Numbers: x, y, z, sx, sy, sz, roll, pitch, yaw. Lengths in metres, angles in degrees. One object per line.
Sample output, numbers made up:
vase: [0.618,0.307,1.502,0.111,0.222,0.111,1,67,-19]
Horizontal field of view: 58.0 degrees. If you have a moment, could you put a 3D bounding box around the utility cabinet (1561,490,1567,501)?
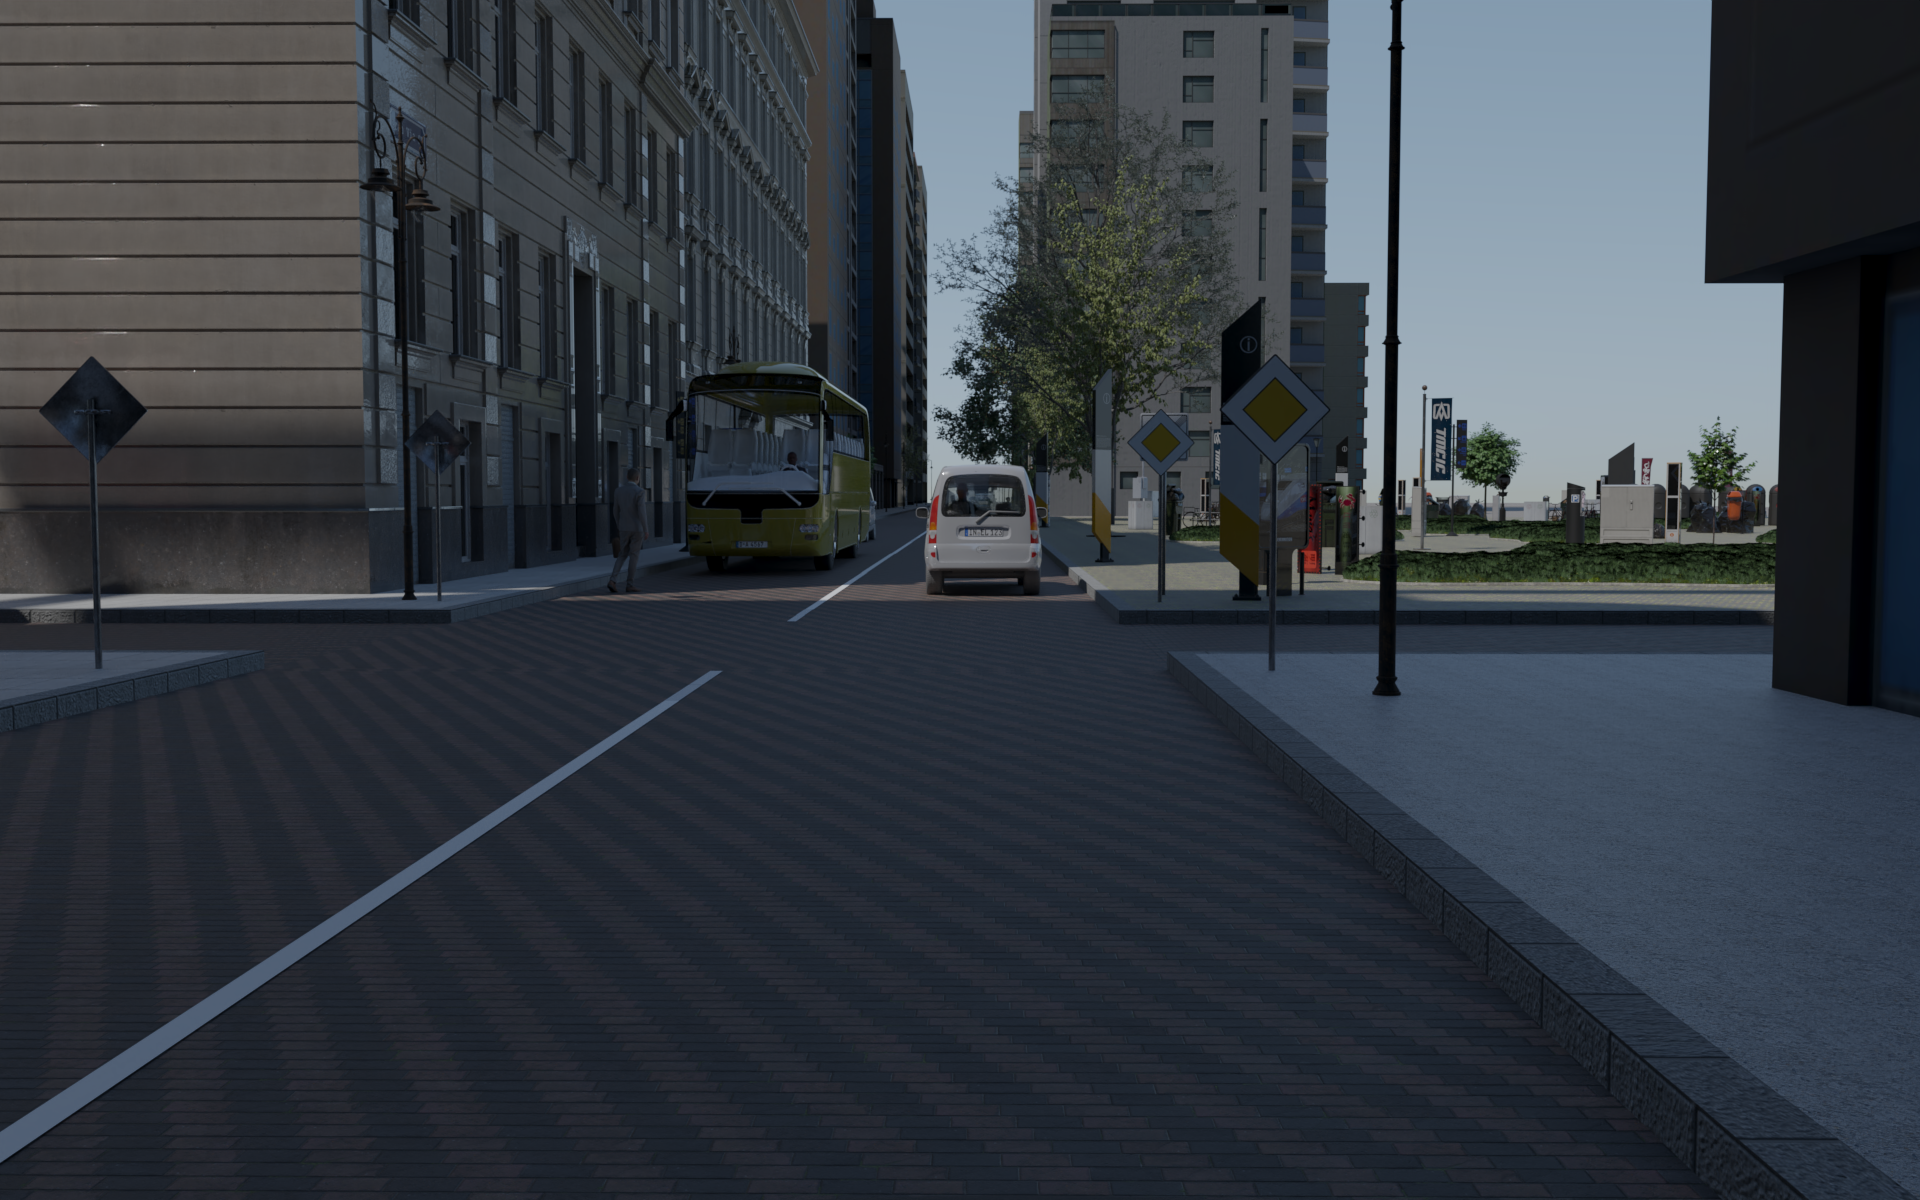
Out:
utility cabinet: [33.521,-5.273,94.894,0.318,1.500,1.173,-2,4,-29]

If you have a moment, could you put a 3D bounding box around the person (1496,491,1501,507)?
person: [54.118,-10.081,174.037,1.217,1.735,0.721,3,5,40]

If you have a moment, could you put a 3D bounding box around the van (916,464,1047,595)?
van: [0.330,-1.163,26.023,2.013,2.044,4.112,0,3,0]

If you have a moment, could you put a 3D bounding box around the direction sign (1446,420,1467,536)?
direction sign: [14.984,-3.709,52.640,0.876,3.537,0.379,-1,4,-12]

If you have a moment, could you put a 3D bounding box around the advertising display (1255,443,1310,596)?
advertising display: [4.019,-1.011,21.752,0.974,1.923,0.123,-3,4,-37]

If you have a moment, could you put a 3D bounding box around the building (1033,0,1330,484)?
building: [15.867,-35.746,126.452,21.231,58.520,28.212,0,4,1]

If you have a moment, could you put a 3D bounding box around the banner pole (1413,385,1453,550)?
banner pole: [10.871,-3.042,39.750,0.863,3.779,0.401,2,4,26]

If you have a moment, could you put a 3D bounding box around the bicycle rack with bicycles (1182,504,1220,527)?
bicycle rack with bicycles: [9.647,-3.116,64.326,2.925,0.926,2.852,2,4,25]

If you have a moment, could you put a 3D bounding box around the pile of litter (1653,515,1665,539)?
pile of litter: [19.992,-2.220,50.256,1.176,0.858,1.719,-2,4,-31]

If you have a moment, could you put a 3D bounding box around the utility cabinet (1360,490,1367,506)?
utility cabinet: [21.854,-5.215,93.942,0.318,1.500,1.173,0,4,7]

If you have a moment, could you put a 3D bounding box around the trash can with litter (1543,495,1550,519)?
trash can with litter: [30.036,-4.731,88.416,1.678,1.210,2.233,-1,4,-13]

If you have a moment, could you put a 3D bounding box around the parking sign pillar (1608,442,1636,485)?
parking sign pillar: [34.638,-6.251,90.684,1.447,3.967,1.447,3,4,37]

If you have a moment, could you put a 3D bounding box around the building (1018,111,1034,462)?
building: [13.279,-30.847,187.947,14.154,41.232,14.086,0,4,1]

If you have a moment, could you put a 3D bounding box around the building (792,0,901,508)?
building: [-12.726,-31.276,161.469,14.600,45.320,14.200,0,4,1]

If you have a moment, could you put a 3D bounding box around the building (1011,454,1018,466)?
building: [20.264,-22.316,209.912,27.650,21.520,28.899,0,4,1]

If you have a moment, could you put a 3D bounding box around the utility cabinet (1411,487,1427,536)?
utility cabinet: [13.837,-2.659,52.147,0.318,1.500,1.173,1,4,22]

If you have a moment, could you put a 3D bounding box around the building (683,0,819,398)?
building: [-15.824,-17.835,68.014,17.030,29.872,44.131,0,4,1]

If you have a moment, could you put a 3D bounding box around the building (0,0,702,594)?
building: [-13.025,-14.449,33.498,12.463,27.353,25.104,0,4,1]

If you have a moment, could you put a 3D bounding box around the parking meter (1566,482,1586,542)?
parking meter: [12.995,-1.722,36.567,0.372,1.533,0.369,0,3,0]

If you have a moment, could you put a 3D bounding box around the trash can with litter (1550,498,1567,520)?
trash can with litter: [28.694,-4.358,82.633,1.055,1.170,0.624,3,5,43]

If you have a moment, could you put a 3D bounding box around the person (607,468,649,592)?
person: [-4.820,-1.023,25.348,0.709,1.813,0.853,1,4,22]

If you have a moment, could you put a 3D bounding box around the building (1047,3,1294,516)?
building: [12.266,-20.461,106.233,14.160,30.474,14.107,0,4,1]

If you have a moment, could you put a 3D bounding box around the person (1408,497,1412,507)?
person: [45.631,-9.952,174.441,0.991,1.433,0.599,0,4,-4]

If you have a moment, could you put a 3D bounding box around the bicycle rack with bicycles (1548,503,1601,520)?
bicycle rack with bicycles: [25.749,-3.609,72.388,2.925,0.926,2.852,-3,5,-40]

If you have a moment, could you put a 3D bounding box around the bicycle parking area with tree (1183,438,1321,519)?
bicycle parking area with tree: [15.710,-6.178,88.007,8.231,4.147,9.016,0,4,2]

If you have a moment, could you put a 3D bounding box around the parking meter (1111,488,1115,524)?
parking meter: [6.369,-3.968,73.291,0.372,1.533,0.369,0,3,0]

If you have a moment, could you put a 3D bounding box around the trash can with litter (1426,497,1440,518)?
trash can with litter: [19.139,-3.538,69.241,1.055,1.170,0.624,1,4,16]

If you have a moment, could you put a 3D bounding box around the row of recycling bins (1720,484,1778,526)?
row of recycling bins: [32.745,-3.866,70.320,3.534,1.692,1.069,1,4,14]

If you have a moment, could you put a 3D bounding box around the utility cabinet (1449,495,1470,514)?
utility cabinet: [25.832,-4.799,89.625,1.020,1.237,0.306,3,5,40]

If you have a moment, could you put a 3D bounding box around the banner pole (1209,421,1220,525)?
banner pole: [8.646,-4.208,58.824,0.401,3.779,0.863,-2,4,-31]

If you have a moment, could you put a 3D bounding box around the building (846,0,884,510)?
building: [-16.895,-43.121,143.282,20.563,71.187,20.611,0,4,1]

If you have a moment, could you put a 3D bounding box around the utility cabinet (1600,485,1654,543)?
utility cabinet: [15.970,-2.005,41.464,1.173,1.500,0.318,2,4,24]

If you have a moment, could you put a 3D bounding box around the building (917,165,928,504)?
building: [-15.554,-37.859,242.695,21.300,48.544,21.600,0,4,1]

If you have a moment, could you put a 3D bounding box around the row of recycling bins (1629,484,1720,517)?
row of recycling bins: [28.306,-3.803,69.291,3.534,1.692,1.069,0,4,-1]

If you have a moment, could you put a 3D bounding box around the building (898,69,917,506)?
building: [-16.153,-34.670,190.553,21.300,48.544,21.600,0,4,1]

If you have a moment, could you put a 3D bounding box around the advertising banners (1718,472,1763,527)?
advertising banners: [30.774,-4.400,68.123,2.074,3.025,0.090,-1,4,-20]

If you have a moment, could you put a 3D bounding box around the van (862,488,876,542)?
van: [-3.521,-2.814,53.028,2.013,2.044,4.112,0,4,2]

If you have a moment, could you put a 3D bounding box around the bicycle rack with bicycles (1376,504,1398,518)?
bicycle rack with bicycles: [14.983,-3.170,65.208,2.925,0.926,2.852,-2,4,-26]

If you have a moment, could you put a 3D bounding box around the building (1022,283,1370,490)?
building: [19.765,-19.038,156.317,27.650,21.520,28.899,0,4,1]

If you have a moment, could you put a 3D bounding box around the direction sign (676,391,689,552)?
direction sign: [-6.076,-2.843,38.476,0.379,3.537,0.876,1,4,19]

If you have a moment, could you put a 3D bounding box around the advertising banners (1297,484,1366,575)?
advertising banners: [5.653,-1.935,27.825,0.090,3.025,2.074,-3,4,-39]

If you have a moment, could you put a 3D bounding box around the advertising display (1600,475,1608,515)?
advertising display: [21.803,-3.268,58.653,0.123,1.923,0.974,1,4,13]

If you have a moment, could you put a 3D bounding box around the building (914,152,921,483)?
building: [-16.214,-34.381,216.752,22.147,44.769,28.867,0,4,1]

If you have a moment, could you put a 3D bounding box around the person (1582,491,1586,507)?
person: [63.517,-10.235,176.505,0.621,1.740,0.551,0,4,-2]

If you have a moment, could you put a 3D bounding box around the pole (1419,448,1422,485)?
pole: [20.580,-5.102,77.257,0.158,3.312,0.155,0,3,0]

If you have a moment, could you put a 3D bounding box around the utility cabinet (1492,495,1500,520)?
utility cabinet: [26.041,-4.460,84.089,0.306,1.237,1.020,1,4,21]

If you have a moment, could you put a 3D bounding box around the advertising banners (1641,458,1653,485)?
advertising banners: [32.439,-5.365,83.913,2.074,3.025,0.090,1,4,19]
